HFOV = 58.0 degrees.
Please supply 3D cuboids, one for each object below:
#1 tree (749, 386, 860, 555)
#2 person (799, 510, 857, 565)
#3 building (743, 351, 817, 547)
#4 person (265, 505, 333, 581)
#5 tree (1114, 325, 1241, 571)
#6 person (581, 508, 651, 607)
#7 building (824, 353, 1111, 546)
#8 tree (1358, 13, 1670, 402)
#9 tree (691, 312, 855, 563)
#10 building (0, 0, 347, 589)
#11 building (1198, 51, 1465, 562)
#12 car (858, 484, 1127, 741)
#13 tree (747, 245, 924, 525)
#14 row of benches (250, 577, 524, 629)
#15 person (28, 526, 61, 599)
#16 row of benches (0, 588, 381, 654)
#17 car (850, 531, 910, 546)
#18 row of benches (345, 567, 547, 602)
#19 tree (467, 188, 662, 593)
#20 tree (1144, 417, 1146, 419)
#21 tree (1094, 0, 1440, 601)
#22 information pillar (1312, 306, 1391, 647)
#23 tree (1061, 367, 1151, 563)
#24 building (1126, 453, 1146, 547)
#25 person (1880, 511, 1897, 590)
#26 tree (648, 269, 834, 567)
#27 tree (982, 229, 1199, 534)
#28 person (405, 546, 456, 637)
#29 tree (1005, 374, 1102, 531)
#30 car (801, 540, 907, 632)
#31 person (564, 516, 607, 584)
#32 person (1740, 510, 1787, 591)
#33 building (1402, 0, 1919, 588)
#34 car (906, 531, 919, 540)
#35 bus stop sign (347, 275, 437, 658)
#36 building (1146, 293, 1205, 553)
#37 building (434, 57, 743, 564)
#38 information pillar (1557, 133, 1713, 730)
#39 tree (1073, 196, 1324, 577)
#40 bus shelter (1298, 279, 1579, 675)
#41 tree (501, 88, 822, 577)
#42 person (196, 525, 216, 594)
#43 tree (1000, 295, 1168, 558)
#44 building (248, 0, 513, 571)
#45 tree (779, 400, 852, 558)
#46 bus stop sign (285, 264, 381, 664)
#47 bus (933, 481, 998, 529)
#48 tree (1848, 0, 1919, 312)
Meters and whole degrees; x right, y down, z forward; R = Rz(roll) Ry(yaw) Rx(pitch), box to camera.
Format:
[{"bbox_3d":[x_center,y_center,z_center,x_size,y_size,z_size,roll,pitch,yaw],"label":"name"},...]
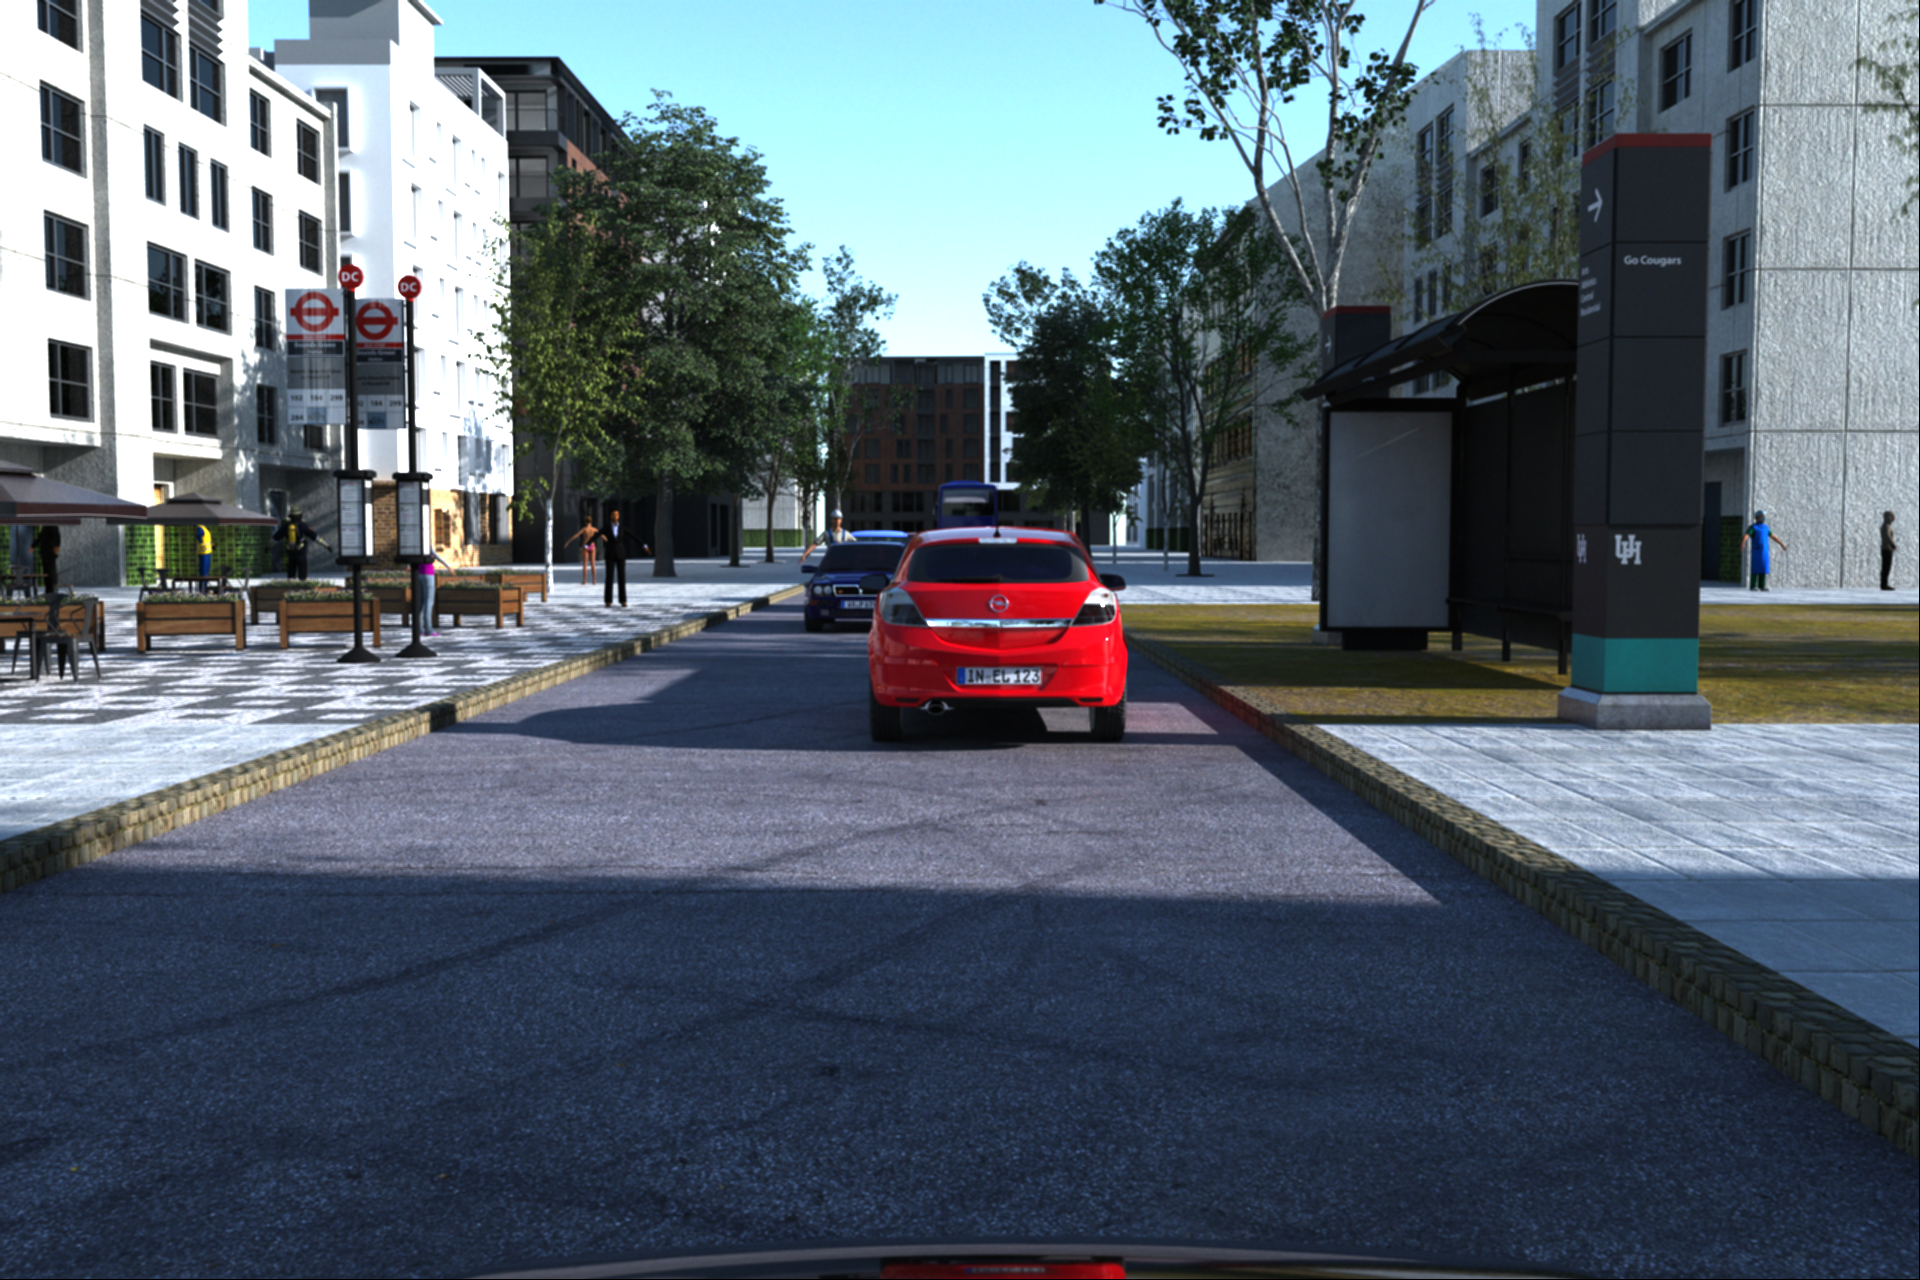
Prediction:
[{"bbox_3d":[-9.438,-10.355,103.710,7.601,10.594,8.767,0,4,2],"label":"tree"},{"bbox_3d":[-2.110,-1.306,29.660,1.347,1.847,0.705,-1,4,-15],"label":"person"},{"bbox_3d":[-24.474,-19.297,181.960,16.747,18.905,31.486,0,4,-1],"label":"building"},{"bbox_3d":[-13.286,-1.770,34.722,1.354,1.856,0.705,0,4,0],"label":"person"},{"bbox_3d":[7.018,-6.748,60.687,4.360,8.622,3.978,0,3,0],"label":"tree"},{"bbox_3d":[-6.072,-1.457,30.550,1.216,1.740,0.721,-1,4,-19],"label":"person"},{"bbox_3d":[1.268,-22.110,207.933,32.646,21.610,27.936,0,4,3],"label":"building"},{"bbox_3d":[8.381,-4.530,24.431,4.360,8.622,3.978,0,3,0],"label":"tree"},{"bbox_3d":[-8.417,-9.301,77.822,9.928,11.665,9.643,0,3,0],"label":"tree"},{"bbox_3d":[-28.899,-10.736,41.990,16.747,18.905,31.486,0,4,0],"label":"building"},{"bbox_3d":[22.863,-15.741,88.294,19.493,23.208,18.063,0,4,0],"label":"building"},{"bbox_3d":[0.258,-0.272,13.486,2.155,1.783,4.494,0,3,0],"label":"car"},{"bbox_3d":[-8.887,-15.915,116.107,12.611,20.169,13.585,0,3,0],"label":"tree"},{"bbox_3d":[-8.124,-0.539,24.269,4.104,0.672,1.422,1,4,15],"label":"row of benches"},{"bbox_3d":[-17.950,-1.702,34.058,1.346,1.802,0.704,3,5,42],"label":"person"},{"bbox_3d":[-8.390,-0.225,19.140,4.104,0.672,1.422,-1,4,-19],"label":"row of benches"},{"bbox_3d":[-1.576,-1.438,33.107,1.945,1.707,3.694,0,4,0],"label":"car"},{"bbox_3d":[-9.220,-0.956,31.086,1.422,0.672,4.104,3,4,36],"label":"row of benches"},{"bbox_3d":[-8.916,-5.360,37.990,4.737,8.622,4.395,0,3,0],"label":"tree"},{"bbox_3d":[25.026,-21.313,204.359,12.611,20.169,13.585,0,3,0],"label":"tree"},{"bbox_3d":[5.784,-10.866,33.544,12.611,20.169,13.585,0,3,0],"label":"tree"},{"bbox_3d":[4.556,-1.874,20.014,0.750,3.857,0.750,0,4,-2],"label":"information pillar"},{"bbox_3d":[6.646,-7.648,75.410,4.737,8.622,4.395,0,3,0],"label":"tree"},{"bbox_3d":[21.667,-13.702,166.173,9.099,9.664,28.070,0,3,0],"label":"building"},{"bbox_3d":[21.283,-2.053,39.694,0.705,1.813,1.348,2,4,24],"label":"person"},{"bbox_3d":[-8.642,-8.658,67.319,9.928,11.665,9.643,0,3,0],"label":"tree"},{"bbox_3d":[8.280,-15.349,106.839,12.611,20.169,13.585,0,3,0],"label":"tree"},{"bbox_3d":[-6.674,-0.764,21.752,0.991,1.433,0.599,3,4,37],"label":"person"},{"bbox_3d":[7.006,-12.264,118.648,7.486,12.596,7.792,0,3,0],"label":"tree"},{"bbox_3d":[-1.423,-0.861,26.665,1.945,1.354,3.894,0,3,0],"label":"car"},{"bbox_3d":[-9.507,-2.291,44.260,1.217,1.733,0.721,-2,4,-27],"label":"person"},{"bbox_3d":[17.975,-2.004,38.887,1.347,1.817,0.704,-1,4,-22],"label":"person"},{"bbox_3d":[26.947,-11.619,56.435,16.747,18.905,31.486,0,4,-1],"label":"building"},{"bbox_3d":[-1.292,-2.689,53.013,2.155,1.783,4.494,0,4,0],"label":"car"},{"bbox_3d":[-5.894,-1.789,17.959,0.855,3.939,0.416,0,4,1],"label":"bus stop sign"},{"bbox_3d":[24.369,-16.334,133.512,16.747,18.905,31.486,0,4,0],"label":"building"},{"bbox_3d":[-27.545,-15.104,90.920,27.936,21.610,32.646,0,4,1],"label":"building"},{"bbox_3d":[4.537,-1.358,11.582,0.750,3.857,0.750,0,4,0],"label":"information pillar"},{"bbox_3d":[7.216,-7.743,52.353,9.928,11.665,9.643,0,3,0],"label":"tree"},{"bbox_3d":[4.769,-1.383,16.543,2.014,3.302,5.546,0,3,0],"label":"bus shelter"},{"bbox_3d":[-8.849,-8.866,51.619,9.857,13.997,8.962,0,3,0],"label":"tree"},{"bbox_3d":[-15.789,-1.828,36.359,0.721,1.772,1.216,-1,4,-13],"label":"person"},{"bbox_3d":[6.691,-11.335,91.977,9.857,13.997,8.962,0,3,0],"label":"tree"},{"bbox_3d":[-24.152,-12.508,60.920,16.016,20.090,11.380,0,4,1],"label":"building"},{"bbox_3d":[-8.084,-8.750,93.428,4.737,8.622,4.395,0,3,0],"label":"tree"},{"bbox_3d":[-6.243,-1.745,17.233,0.855,3.939,0.416,0,4,-1],"label":"bus stop sign"},{"bbox_3d":[0.223,-5.364,79.247,2.896,3.916,12.251,0,4,-1],"label":"bus"},{"bbox_3d":[10.721,-4.113,17.617,4.360,8.622,3.978,0,3,0],"label":"tree"}]
